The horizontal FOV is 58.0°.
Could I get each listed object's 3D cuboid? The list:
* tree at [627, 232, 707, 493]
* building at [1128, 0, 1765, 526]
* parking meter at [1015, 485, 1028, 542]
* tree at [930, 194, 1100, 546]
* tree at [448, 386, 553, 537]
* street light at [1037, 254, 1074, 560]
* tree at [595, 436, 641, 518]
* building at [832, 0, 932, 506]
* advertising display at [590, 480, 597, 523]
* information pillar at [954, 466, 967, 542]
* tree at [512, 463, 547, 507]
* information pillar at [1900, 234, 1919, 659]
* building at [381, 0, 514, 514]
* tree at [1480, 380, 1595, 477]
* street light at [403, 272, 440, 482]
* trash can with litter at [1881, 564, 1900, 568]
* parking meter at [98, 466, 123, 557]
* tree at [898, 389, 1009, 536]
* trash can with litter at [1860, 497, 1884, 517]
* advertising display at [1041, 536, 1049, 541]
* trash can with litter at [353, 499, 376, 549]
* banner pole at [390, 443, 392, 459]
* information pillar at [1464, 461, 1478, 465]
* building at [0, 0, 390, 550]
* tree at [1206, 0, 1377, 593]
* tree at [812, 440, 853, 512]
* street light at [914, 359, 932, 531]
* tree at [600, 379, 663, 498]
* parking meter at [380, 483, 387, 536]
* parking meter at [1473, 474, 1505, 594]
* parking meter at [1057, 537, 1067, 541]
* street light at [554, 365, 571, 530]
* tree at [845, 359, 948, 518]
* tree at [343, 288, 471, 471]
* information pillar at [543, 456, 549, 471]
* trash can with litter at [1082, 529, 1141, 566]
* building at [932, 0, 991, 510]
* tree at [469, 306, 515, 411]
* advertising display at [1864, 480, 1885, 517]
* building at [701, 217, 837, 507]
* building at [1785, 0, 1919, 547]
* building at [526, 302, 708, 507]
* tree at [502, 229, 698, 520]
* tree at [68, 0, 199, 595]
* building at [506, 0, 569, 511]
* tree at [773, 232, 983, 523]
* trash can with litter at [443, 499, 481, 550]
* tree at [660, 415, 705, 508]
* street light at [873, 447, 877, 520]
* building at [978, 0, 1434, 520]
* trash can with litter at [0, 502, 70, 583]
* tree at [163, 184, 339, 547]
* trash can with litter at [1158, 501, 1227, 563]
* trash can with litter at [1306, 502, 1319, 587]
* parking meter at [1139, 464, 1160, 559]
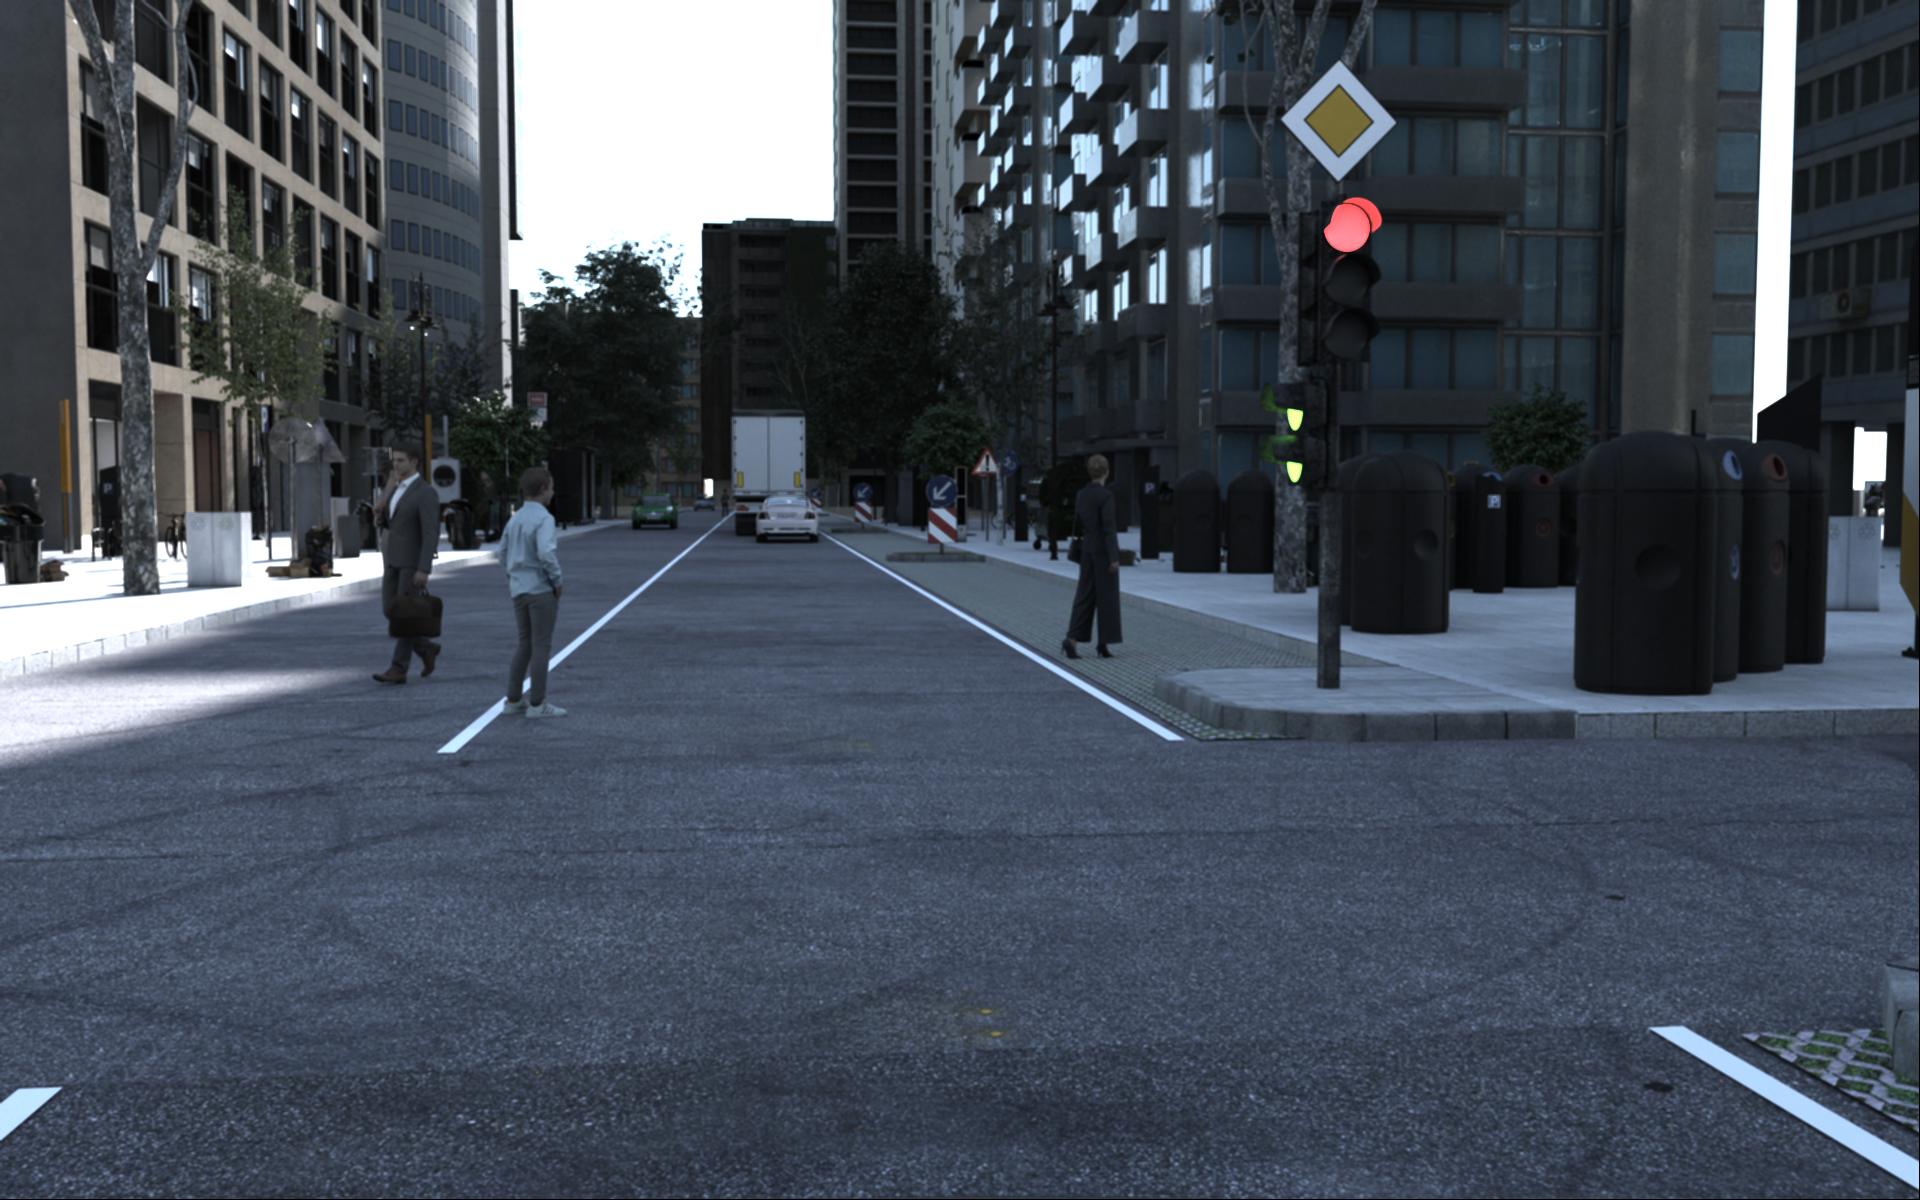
[{"bbox_3d":[-20.540,-16.349,123.195,12.611,20.169,13.585,0,3,0],"label":"tree"},{"bbox_3d":[16.440,-27.609,71.014,23.786,49.044,30.456,0,4,-7],"label":"building"},{"bbox_3d":[1.664,-2.352,46.862,0.372,1.533,0.369,0,3,0],"label":"parking meter"},{"bbox_3d":[1.080,-5.648,42.700,4.360,8.622,3.978,0,3,0],"label":"tree"},{"bbox_3d":[-14.088,-4.221,52.735,4.285,4.588,4.351,0,3,0],"label":"tree"},{"bbox_3d":[1.835,-3.718,33.581,0.468,5.910,1.993,0,4,-7],"label":"street light"},{"bbox_3d":[-19.016,-6.821,95.229,4.285,4.588,4.351,0,3,0],"label":"tree"},{"bbox_3d":[-3.189,-45.869,188.205,20.611,71.187,20.563,0,4,-7],"label":"building"},{"bbox_3d":[-16.785,-4.460,78.129,0.974,1.923,0.123,2,4,34],"label":"advertising display"},{"bbox_3d":[0.017,-2.553,46.234,0.304,2.012,0.304,0,4,-6],"label":"information pillar"},{"bbox_3d":[-14.785,-3.941,59.035,1.663,3.219,1.824,0,3,0],"label":"tree"},{"bbox_3d":[7.548,-1.355,13.517,0.183,3.616,0.504,0,4,1],"label":"information pillar"},{"bbox_3d":[-37.736,-33.854,95.517,21.231,58.520,28.212,0,4,-7],"label":"building"},{"bbox_3d":[16.724,-4.063,50.138,4.285,4.588,4.351,0,3,0],"label":"tree"},{"bbox_3d":[-11.191,-3.875,36.148,0.468,5.910,1.993,0,4,-7],"label":"street light"},{"bbox_3d":[15.476,-1.202,30.708,2.233,1.210,1.678,3,4,38],"label":"trash can with litter"},{"bbox_3d":[-17.413,-1.824,35.531,0.399,1.863,0.255,0,4,3],"label":"parking meter"},{"bbox_3d":[-0.284,-4.288,53.818,4.285,4.588,4.351,0,3,0],"label":"tree"},{"bbox_3d":[39.196,-3.870,74.665,1.055,1.170,0.624,-1,4,-20],"label":"trash can with litter"},{"bbox_3d":[2.358,-2.582,47.429,0.123,1.923,0.974,-1,4,-12],"label":"advertising display"},{"bbox_3d":[-13.535,-1.768,40.297,1.055,1.170,0.624,-2,4,-24],"label":"trash can with litter"},{"bbox_3d":[-27.015,-5.637,82.188,0.401,3.779,0.863,-1,4,-23],"label":"banner pole"},{"bbox_3d":[11.501,-2.114,39.057,0.304,2.012,0.304,1,4,15],"label":"information pillar"},{"bbox_3d":[-31.623,-15.293,54.559,19.350,26.468,34.151,0,4,-7],"label":"building"},{"bbox_3d":[5.777,-10.156,21.943,12.611,20.169,13.585,0,3,0],"label":"tree"},{"bbox_3d":[-11.324,-12.168,149.315,4.737,8.622,4.395,0,3,0],"label":"tree"},{"bbox_3d":[-1.275,-5.295,59.355,0.468,5.910,1.993,0,4,-7],"label":"street light"},{"bbox_3d":[-20.328,-9.673,108.515,4.360,8.622,3.978,0,3,0],"label":"tree"},{"bbox_3d":[-12.817,-1.866,38.923,0.372,1.533,0.369,0,3,0],"label":"parking meter"},{"bbox_3d":[6.862,-0.859,22.462,0.372,1.533,0.369,0,3,0],"label":"parking meter"},{"bbox_3d":[2.770,-2.397,47.595,0.372,1.533,0.369,0,3,0],"label":"parking meter"},{"bbox_3d":[-14.285,-5.479,62.372,0.468,5.910,1.993,0,4,-7],"label":"street light"},{"bbox_3d":[-3.735,-9.661,92.372,7.601,10.594,8.767,1,4,21],"label":"tree"},{"bbox_3d":[-19.755,-6.808,61.681,4.360,8.622,3.978,0,3,0],"label":"tree"},{"bbox_3d":[-18.717,-5.345,78.745,0.504,3.616,0.183,1,4,18],"label":"information pillar"},{"bbox_3d":[2.718,-1.207,31.122,1.055,1.170,0.624,1,4,14],"label":"trash can with litter"},{"bbox_3d":[12.330,-33.823,142.241,28.713,52.752,27.495,0,4,-7],"label":"building"},{"bbox_3d":[-19.603,-7.212,68.273,4.360,8.622,3.978,0,3,0],"label":"tree"},{"bbox_3d":[42.600,-4.619,80.736,0.123,1.923,0.974,-2,4,-27],"label":"advertising display"},{"bbox_3d":[-20.301,-25.204,183.786,14.107,30.474,14.160,0,4,-7],"label":"building"},{"bbox_3d":[32.596,-20.821,32.304,23.993,40.220,32.217,0,4,-7],"label":"building"},{"bbox_3d":[-42.429,-20.982,188.091,28.899,21.520,27.650,0,4,-7],"label":"building"},{"bbox_3d":[-17.452,-10.911,85.046,9.857,13.997,8.962,0,3,0],"label":"tree"},{"bbox_3d":[-11.193,-10.049,20.198,12.611,20.169,13.585,0,3,0],"label":"tree"},{"bbox_3d":[-47.465,-50.422,137.067,31.000,86.520,22.319,0,4,-7],"label":"building"},{"bbox_3d":[-3.098,-9.733,76.138,9.611,12.733,9.660,0,3,0],"label":"tree"},{"bbox_3d":[-11.472,-1.750,39.995,0.624,1.170,1.055,0,4,2],"label":"trash can with litter"},{"bbox_3d":[-25.792,-12.850,160.462,4.737,8.622,4.395,0,3,0],"label":"tree"},{"bbox_3d":[-4.192,-6.883,85.323,0.468,5.910,1.993,0,4,-7],"label":"street light"},{"bbox_3d":[13.202,-30.144,112.459,23.786,49.044,30.456,0,4,-7],"label":"building"},{"bbox_3d":[-13.458,-0.836,25.053,0.624,1.170,1.055,1,4,9],"label":"trash can with litter"},{"bbox_3d":[-16.652,-5.565,41.352,4.737,8.622,4.395,0,3,0],"label":"tree"},{"bbox_3d":[4.903,-1.346,33.066,2.233,1.210,1.678,0,4,4],"label":"trash can with litter"},{"bbox_3d":[4.894,-0.781,24.162,0.624,1.170,1.055,2,4,25],"label":"trash can with litter"},{"bbox_3d":[3.734,-1.742,34.190,0.399,1.863,0.255,1,4,9],"label":"parking meter"}]
